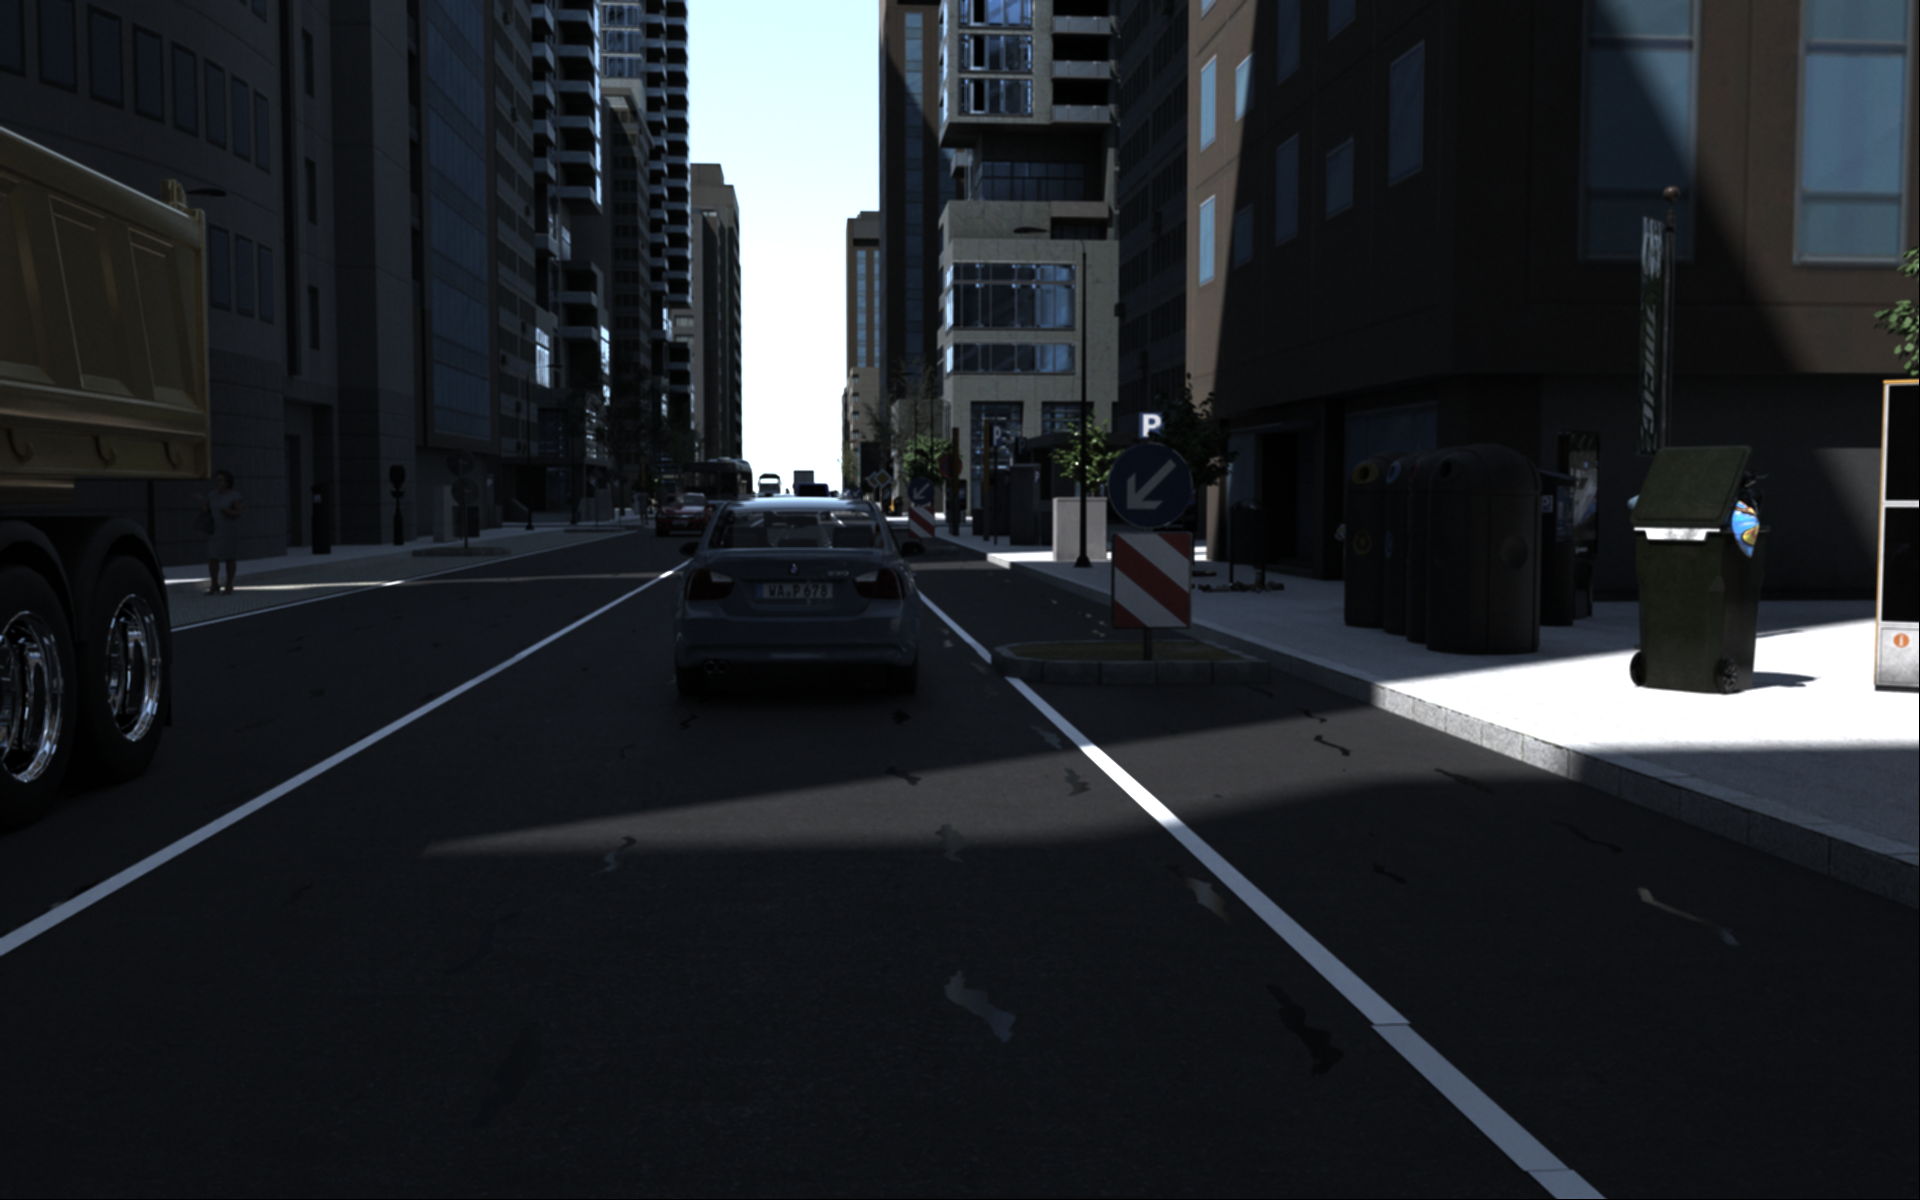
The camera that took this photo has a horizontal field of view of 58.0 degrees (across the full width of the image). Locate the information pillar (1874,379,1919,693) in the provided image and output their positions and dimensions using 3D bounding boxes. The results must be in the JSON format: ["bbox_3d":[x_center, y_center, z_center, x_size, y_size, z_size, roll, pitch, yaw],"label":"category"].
[{"bbox_3d":[6.156,-0.415,11.270,0.304,2.012,0.304,2,4,31],"label":"information pillar"}]

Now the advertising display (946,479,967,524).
[{"bbox_3d":[-0.157,-4.302,75.547,0.974,1.923,0.123,2,4,27],"label":"advertising display"}]

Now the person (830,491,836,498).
[{"bbox_3d":[-11.029,-8.739,152.326,0.756,1.711,0.436,3,5,40],"label":"person"}]

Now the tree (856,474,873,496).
[{"bbox_3d":[-8.585,-10.325,163.415,1.663,3.219,1.824,0,3,0],"label":"tree"}]

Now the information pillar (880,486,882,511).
[{"bbox_3d":[-5.365,-7.117,120.858,0.304,2.012,0.304,1,4,15],"label":"information pillar"}]

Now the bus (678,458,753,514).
[{"bbox_3d":[-12.110,-5.649,87.223,2.948,3.499,13.247,0,4,-3],"label":"bus"}]

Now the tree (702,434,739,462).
[{"bbox_3d":[-28.554,-15.761,208.057,4.360,8.622,3.978,0,3,0],"label":"tree"}]

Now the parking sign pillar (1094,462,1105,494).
[{"bbox_3d":[6.274,-5.285,74.879,1.447,3.967,1.447,-2,4,-25],"label":"parking sign pillar"}]

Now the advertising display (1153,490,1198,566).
[{"bbox_3d":[3.790,-1.571,30.894,0.974,1.923,0.123,-1,4,-22],"label":"advertising display"}]

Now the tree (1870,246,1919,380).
[{"bbox_3d":[10.802,-2.041,17.084,4.285,4.588,4.351,0,3,0],"label":"tree"}]

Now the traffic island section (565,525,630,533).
[{"bbox_3d":[-13.730,-2.636,65.384,2.009,0.180,2.903,0,4,-5],"label":"traffic island section"}]

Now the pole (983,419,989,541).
[{"bbox_3d":[0.718,-3.274,47.368,0.158,3.312,0.155,0,3,0],"label":"pole"}]

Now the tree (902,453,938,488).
[{"bbox_3d":[-1.789,-5.294,81.150,1.663,3.219,1.824,0,3,0],"label":"tree"}]

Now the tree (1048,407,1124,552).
[{"bbox_3d":[3.012,-2.683,38.467,1.663,3.219,1.824,0,3,0],"label":"tree"}]

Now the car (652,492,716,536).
[{"bbox_3d":[-9.554,-3.128,60.183,2.155,1.783,4.494,0,4,-5],"label":"car"}]

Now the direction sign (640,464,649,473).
[{"bbox_3d":[-23.510,-8.389,129.161,0.876,3.537,0.379,2,4,32],"label":"direction sign"}]

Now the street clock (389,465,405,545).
[{"bbox_3d":[-14.085,-2.375,43.396,0.358,2.002,0.471,-3,5,-40],"label":"street clock"}]

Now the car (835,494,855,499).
[{"bbox_3d":[-9.070,-7.765,135.746,1.959,1.807,4.718,0,4,-6],"label":"car"}]

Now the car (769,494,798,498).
[{"bbox_3d":[-7.665,-4.034,75.747,2.009,1.686,4.222,0,4,-4],"label":"car"}]

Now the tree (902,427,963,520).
[{"bbox_3d":[-1.371,-6.203,85.130,4.285,4.588,4.351,0,3,0],"label":"tree"}]

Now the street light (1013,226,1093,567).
[{"bbox_3d":[1.623,-3.527,30.216,1.470,5.913,1.316,0,4,-5],"label":"street light"}]

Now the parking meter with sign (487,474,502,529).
[{"bbox_3d":[-17.847,-4.198,64.891,1.738,3.016,0.543,3,4,36],"label":"parking meter with sign"}]

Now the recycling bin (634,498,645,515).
[{"bbox_3d":[-20.024,-5.857,108.319,0.722,1.027,0.722,-1,4,-15],"label":"recycling bin"}]

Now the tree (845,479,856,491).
[{"bbox_3d":[-12.348,-12.545,199.719,1.663,3.219,1.824,0,3,0],"label":"tree"}]

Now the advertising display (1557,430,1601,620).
[{"bbox_3d":[6.337,-0.768,17.770,0.123,1.923,0.974,3,4,38],"label":"advertising display"}]

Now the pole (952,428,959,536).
[{"bbox_3d":[-0.138,-3.627,53.143,0.158,3.312,0.155,0,3,0],"label":"pole"}]

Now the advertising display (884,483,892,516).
[{"bbox_3d":[-4.277,-5.907,101.786,0.123,1.923,0.974,-2,4,-29],"label":"advertising display"}]

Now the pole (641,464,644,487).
[{"bbox_3d":[-21.612,-7.599,118.090,0.158,3.312,0.155,0,3,0],"label":"pole"}]

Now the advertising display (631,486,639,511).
[{"bbox_3d":[-24.461,-7.710,131.279,0.974,1.923,0.123,1,4,18],"label":"advertising display"}]

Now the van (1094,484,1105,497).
[{"bbox_3d":[7.593,-3.976,72.011,4.112,2.044,2.013,0,4,-5],"label":"van"}]

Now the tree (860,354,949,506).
[{"bbox_3d":[-2.667,-8.566,90.416,4.360,8.622,3.978,0,3,0],"label":"tree"}]

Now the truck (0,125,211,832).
[{"bbox_3d":[-4.981,-0.548,4.890,3.469,3.379,9.791,0,4,-6],"label":"truck"}]

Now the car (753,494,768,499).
[{"bbox_3d":[-20.125,-10.042,172.990,1.959,1.807,4.718,0,4,-6],"label":"car"}]

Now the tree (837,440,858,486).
[{"bbox_3d":[-14.622,-17.233,232.129,4.737,8.622,4.395,0,3,0],"label":"tree"}]

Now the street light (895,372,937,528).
[{"bbox_3d":[-1.606,-5.724,66.123,1.470,5.913,1.316,0,4,-5],"label":"street light"}]

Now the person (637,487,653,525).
[{"bbox_3d":[-14.586,-4.370,80.303,0.716,1.782,0.532,0,4,-1],"label":"person"}]

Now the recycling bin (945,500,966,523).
[{"bbox_3d":[-0.195,-3.938,76.932,0.722,1.027,0.722,1,4,23],"label":"recycling bin"}]

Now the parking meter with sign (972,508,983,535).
[{"bbox_3d":[1.174,-3.494,53.387,1.738,3.016,0.543,2,4,34],"label":"parking meter with sign"}]

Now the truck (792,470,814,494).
[{"bbox_3d":[-18.782,-13.423,208.372,2.839,4.237,11.283,0,4,-5],"label":"truck"}]

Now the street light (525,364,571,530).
[{"bbox_3d":[-14.872,-5.467,61.922,1.470,5.913,1.316,0,4,-5],"label":"street light"}]

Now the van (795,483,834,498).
[{"bbox_3d":[-8.216,-5.681,97.275,2.240,2.365,5.245,0,4,-4],"label":"van"}]

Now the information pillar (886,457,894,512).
[{"bbox_3d":[-4.417,-7.231,109.576,0.504,3.616,0.183,1,4,14],"label":"information pillar"}]

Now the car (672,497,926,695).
[{"bbox_3d":[-1.252,-0.104,13.707,2.014,1.417,4.499,0,4,-4],"label":"car"}]

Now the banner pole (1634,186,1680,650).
[{"bbox_3d":[5.625,-1.467,14.007,0.401,3.779,0.863,3,5,41],"label":"banner pole"}]

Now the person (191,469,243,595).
[{"bbox_3d":[-10.493,-0.949,24.376,0.716,1.782,0.532,0,4,8],"label":"person"}]

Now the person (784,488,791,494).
[{"bbox_3d":[-10.239,-5.774,103.089,0.511,1.800,0.466,0,4,-1],"label":"person"}]

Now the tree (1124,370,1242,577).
[{"bbox_3d":[3.544,-1.990,27.138,1.663,3.219,1.824,0,3,0],"label":"tree"}]

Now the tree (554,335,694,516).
[{"bbox_3d":[-19.682,-10.199,101.174,8.767,10.594,7.601,0,4,-2],"label":"tree"}]

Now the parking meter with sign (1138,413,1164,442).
[{"bbox_3d":[4.156,-2.451,36.328,0.543,3.016,1.738,0,4,-4],"label":"parking meter with sign"}]

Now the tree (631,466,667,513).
[{"bbox_3d":[-20.826,-7.473,116.785,1.663,3.219,1.824,0,3,0],"label":"tree"}]

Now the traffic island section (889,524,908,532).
[{"bbox_3d":[-2.929,-2.693,66.316,2.009,0.180,2.903,0,4,-5],"label":"traffic island section"}]

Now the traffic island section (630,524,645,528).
[{"bbox_3d":[-14.423,-3.123,73.340,2.009,0.180,2.903,0,4,-5],"label":"traffic island section"}]

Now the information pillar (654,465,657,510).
[{"bbox_3d":[-24.685,-9.103,140.193,0.183,3.616,0.504,-1,4,-15],"label":"information pillar"}]

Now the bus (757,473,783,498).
[{"bbox_3d":[-22.425,-12.984,203.833,2.896,3.916,12.252,0,4,-7],"label":"bus"}]

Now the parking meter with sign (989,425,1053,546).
[{"bbox_3d":[1.632,-2.882,43.377,1.738,3.016,0.543,2,4,28],"label":"parking meter with sign"}]

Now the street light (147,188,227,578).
[{"bbox_3d":[-11.817,-3.292,26.366,1.470,5.913,1.316,0,4,-5],"label":"street light"}]

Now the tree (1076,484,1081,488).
[{"bbox_3d":[7.420,-6.720,93.589,4.285,4.588,4.351,0,3,0],"label":"tree"}]

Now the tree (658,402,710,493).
[{"bbox_3d":[-22.064,-11.362,136.137,4.737,8.622,4.395,0,3,0],"label":"tree"}]
